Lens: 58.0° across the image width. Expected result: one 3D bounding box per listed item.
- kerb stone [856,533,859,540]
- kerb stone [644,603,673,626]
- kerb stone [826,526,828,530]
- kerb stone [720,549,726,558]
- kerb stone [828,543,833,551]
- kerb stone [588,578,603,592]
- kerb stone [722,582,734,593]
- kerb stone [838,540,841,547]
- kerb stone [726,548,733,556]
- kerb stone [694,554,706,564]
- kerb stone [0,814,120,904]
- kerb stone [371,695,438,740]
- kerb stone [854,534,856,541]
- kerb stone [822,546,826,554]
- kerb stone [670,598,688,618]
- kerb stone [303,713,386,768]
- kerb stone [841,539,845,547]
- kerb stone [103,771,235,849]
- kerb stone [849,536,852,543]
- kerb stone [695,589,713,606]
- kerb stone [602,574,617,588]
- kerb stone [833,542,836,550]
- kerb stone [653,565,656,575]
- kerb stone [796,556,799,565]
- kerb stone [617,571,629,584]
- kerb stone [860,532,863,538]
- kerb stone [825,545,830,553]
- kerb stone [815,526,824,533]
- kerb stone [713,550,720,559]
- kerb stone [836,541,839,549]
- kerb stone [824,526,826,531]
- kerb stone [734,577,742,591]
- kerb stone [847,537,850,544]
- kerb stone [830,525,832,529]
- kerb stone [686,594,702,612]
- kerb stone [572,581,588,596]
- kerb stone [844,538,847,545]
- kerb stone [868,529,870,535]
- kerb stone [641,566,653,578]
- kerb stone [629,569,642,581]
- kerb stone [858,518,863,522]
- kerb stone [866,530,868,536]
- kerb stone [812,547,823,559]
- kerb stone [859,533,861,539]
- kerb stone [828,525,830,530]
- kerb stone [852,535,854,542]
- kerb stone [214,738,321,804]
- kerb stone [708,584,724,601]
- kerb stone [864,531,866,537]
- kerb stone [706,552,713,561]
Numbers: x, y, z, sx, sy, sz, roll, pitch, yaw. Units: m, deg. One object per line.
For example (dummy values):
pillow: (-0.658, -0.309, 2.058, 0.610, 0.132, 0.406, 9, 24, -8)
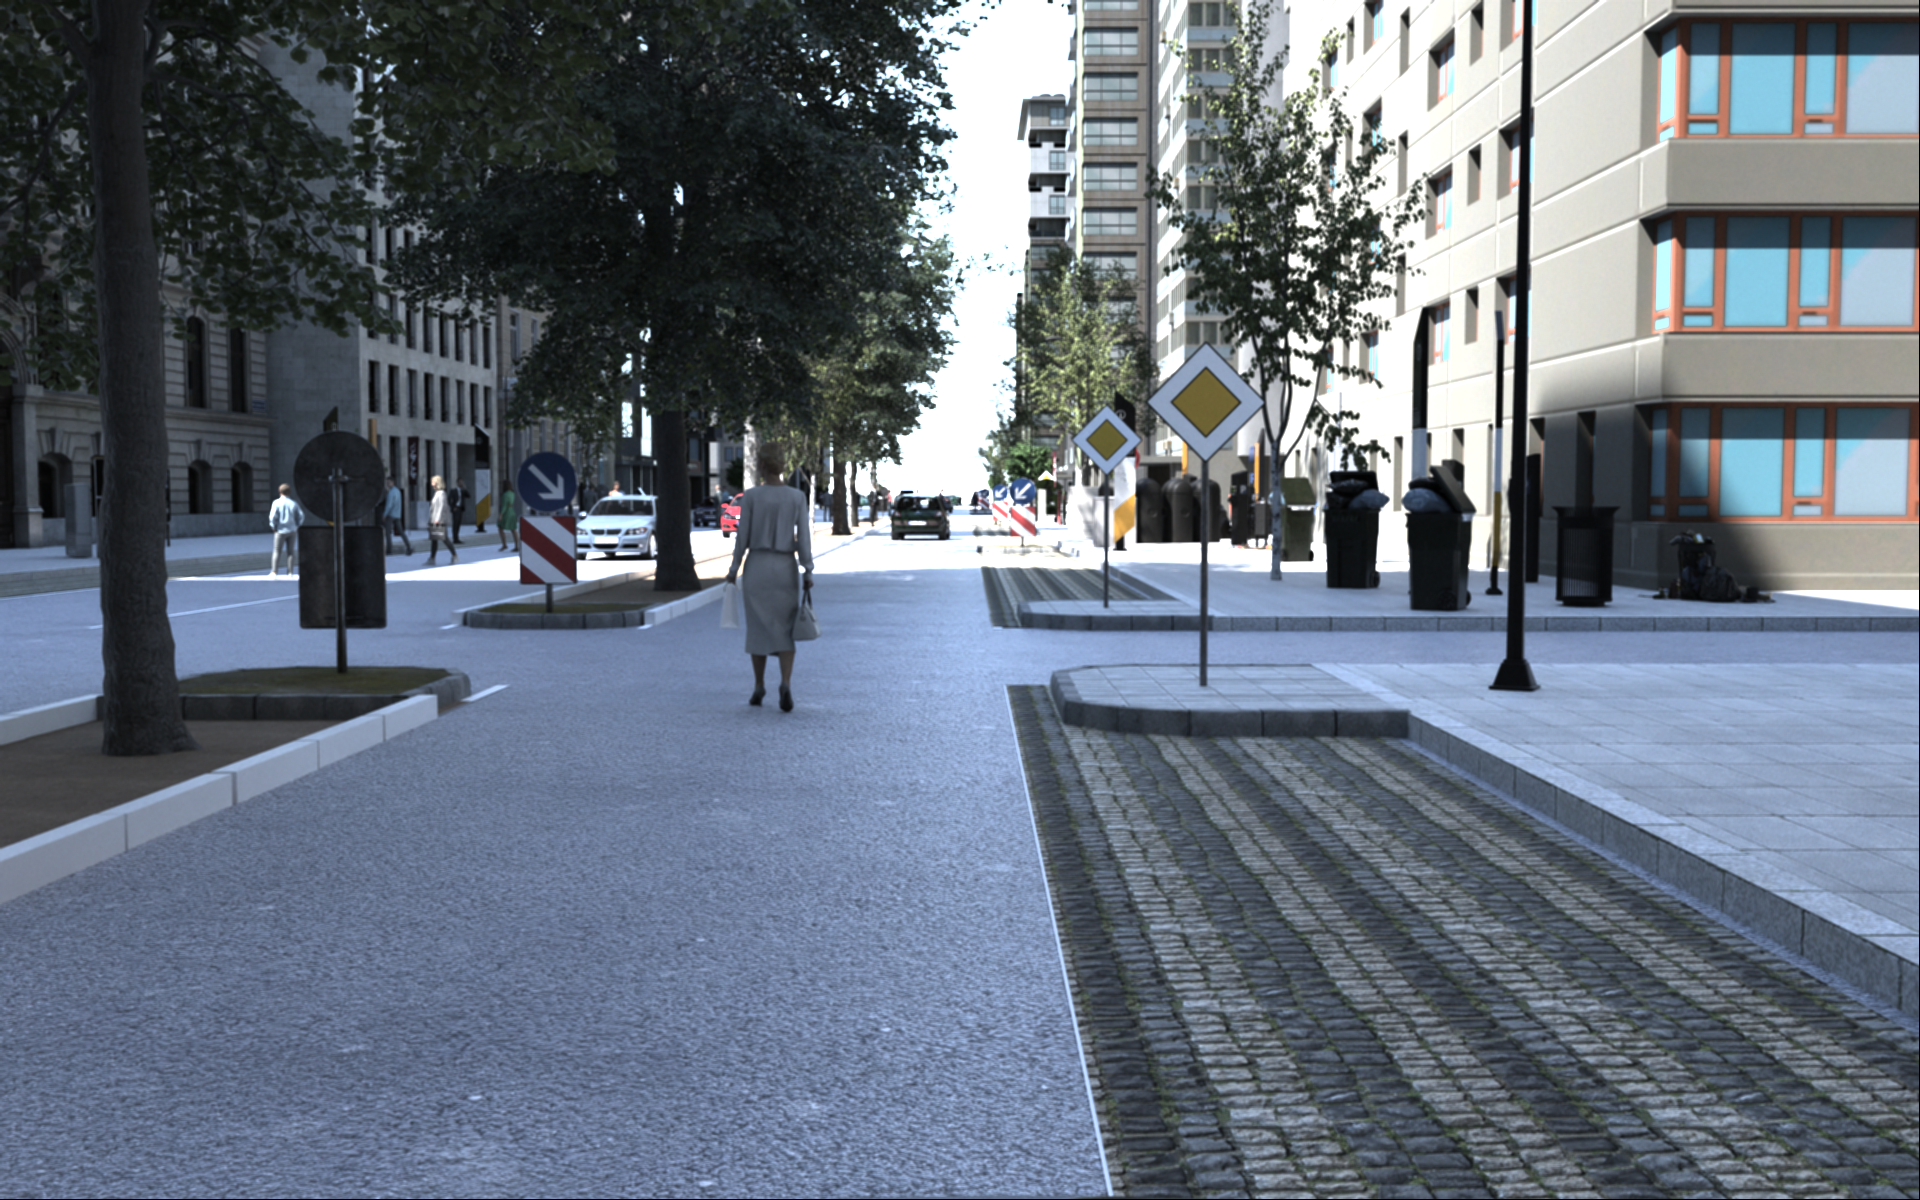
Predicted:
kerb stone: (-3.278, -1.894, 53.178, 0.120, 0.150, 1.000, 0, 4, 0)
kerb stone: (-3.378, 0.174, 19.357, 0.120, 0.150, 1.000, 0, 4, 0)
kerb stone: (-5.340, -2.771, 67.525, 0.120, 0.150, 1.000, 0, 4, 0)
kerb stone: (-5.425, -1.004, 38.824, 0.120, 0.150, 1.000, 0, 4, 0)
kerb stone: (-3.308, -1.268, 42.921, 0.120, 0.150, 1.000, 0, 4, 0)
kerb stone: (-5.461, -0.202, 25.502, 0.120, 0.150, 1.000, 0, 4, 0)
kerb stone: (-3.360, -0.140, 24.485, 0.120, 0.150, 1.000, 0, 4, 0)
kerb stone: (-3.310, -1.455, 45.987, 0.120, 0.150, 1.000, 0, 4, 0)
kerb stone: (-5.417, -1.079, 39.845, 0.120, 0.150, 1.000, 0, 4, 0)
kerb stone: (-5.433, -0.829, 35.755, 0.120, 0.150, 1.000, 0, 4, 0)
kerb stone: (-3.409, 0.963, 6.444, 0.120, 0.150, 1.000, 0, 4, 0)
kerb stone: (-3.400, 0.711, 10.566, 0.120, 0.150, 1.000, 0, 4, 0)
kerb stone: (-3.288, -1.832, 52.148, 0.120, 0.150, 1.000, 0, 4, 0)
kerb stone: (-3.319, -1.140, 40.868, 0.120, 0.150, 1.000, 0, 4, 0)
kerb stone: (-3.369, 0.111, 20.385, 0.120, 0.150, 1.000, 0, 4, 0)
kerb stone: (-3.402, 0.775, 9.532, 0.120, 0.150, 1.000, 0, 4, 0)
kerb stone: (-3.292, -1.518, 47.017, 0.120, 0.150, 1.000, 0, 4, 0)
kerb stone: (-3.411, 0.904, 7.473, 0.120, 0.150, 1.000, 0, 4, 0)
kerb stone: (-3.293, -1.705, 50.096, 0.120, 0.150, 1.000, 0, 4, 0)
kerb stone: (-3.363, -0.012, 22.436, 0.120, 0.150, 1.000, 0, 4, 0)
kerb stone: (-5.449, -0.263, 26.524, 0.120, 0.150, 1.000, 0, 4, 0)
kerb stone: (-3.308, -1.330, 43.943, 0.120, 0.150, 1.000, 0, 4, 0)
kerb stone: (-5.441, -0.516, 30.632, 0.120, 0.150, 1.000, 0, 4, 0)
kerb stone: (-3.325, -0.890, 36.778, 0.120, 0.150, 1.000, 0, 4, 0)
kerb stone: (-5.461, -0.328, 27.555, 0.120, 0.150, 1.000, 0, 4, 0)
kerb stone: (-3.267, -2.020, 55.228, 0.120, 0.150, 1.000, 0, 4, 0)
kerb stone: (-3.313, -1.201, 41.893, 0.120, 0.150, 1.000, 0, 4, 0)
kerb stone: (-5.347, -2.647, 65.467, 0.120, 0.150, 1.000, 0, 4, 0)
kerb stone: (-5.425, -0.954, 37.801, 0.120, 0.150, 1.000, 0, 4, 0)
kerb stone: (-3.303, -1.390, 44.965, 0.120, 0.150, 1.000, 0, 4, 0)
kerb stone: (-5.346, -2.707, 66.495, 0.120, 0.150, 1.000, 0, 4, 0)
kerb stone: (-3.358, -0.203, 25.507, 0.120, 0.150, 1.000, 0, 4, 0)
kerb stone: (-3.290, -1.644, 49.068, 0.120, 0.150, 1.000, 0, 4, 0)
kerb stone: (-5.328, -2.897, 69.569, 0.120, 0.150, 1.000, 0, 4, 0)
kerb stone: (-3.359, 0.056, 21.414, 0.120, 0.150, 1.000, 0, 4, 0)
kerb stone: (-5.466, -0.136, 24.480, 0.120, 0.150, 1.000, 0, 4, 0)
kerb stone: (-3.298, -1.581, 48.046, 0.120, 0.150, 1.000, 0, 4, 0)
kerb stone: (-3.270, -2.271, 59.332, 0.120, 0.150, 1.000, 0, 4, 0)
kerb stone: (-5.446, -0.452, 29.610, 0.120, 0.150, 1.000, 0, 4, 0)
kerb stone: (-5.446, -0.389, 28.583, 0.120, 0.150, 1.000, 0, 4, 0)
kerb stone: (-5.273, -4.338, 93.125, 0.120, 0.150, 1.000, 0, 4, 0)
kerb stone: (-3.266, -2.208, 58.303, 0.120, 0.150, 1.000, 0, 4, 0)
kerb stone: (-3.314, -1.071, 39.847, 0.120, 0.150, 1.000, 0, 4, 0)
kerb stone: (-3.276, -1.954, 54.206, 0.120, 0.150, 1.000, 0, 4, 0)
kerb stone: (-5.342, -2.835, 68.547, 0.120, 0.150, 1.000, 0, 4, 0)
kerb stone: (-3.285, -1.766, 51.126, 0.120, 0.150, 1.000, 0, 4, 0)
kerb stone: (-3.400, 0.837, 8.504, 0.120, 0.150, 1.000, 0, 4, 0)
kerb stone: (-3.361, -0.077, 23.460, 0.120, 0.150, 1.000, 0, 4, 0)
kerb stone: (-3.265, -2.136, 57.272, 0.120, 0.150, 1.000, 0, 4, 0)
kerb stone: (-5.432, -0.892, 36.779, 0.120, 0.150, 1.000, 0, 4, 0)
